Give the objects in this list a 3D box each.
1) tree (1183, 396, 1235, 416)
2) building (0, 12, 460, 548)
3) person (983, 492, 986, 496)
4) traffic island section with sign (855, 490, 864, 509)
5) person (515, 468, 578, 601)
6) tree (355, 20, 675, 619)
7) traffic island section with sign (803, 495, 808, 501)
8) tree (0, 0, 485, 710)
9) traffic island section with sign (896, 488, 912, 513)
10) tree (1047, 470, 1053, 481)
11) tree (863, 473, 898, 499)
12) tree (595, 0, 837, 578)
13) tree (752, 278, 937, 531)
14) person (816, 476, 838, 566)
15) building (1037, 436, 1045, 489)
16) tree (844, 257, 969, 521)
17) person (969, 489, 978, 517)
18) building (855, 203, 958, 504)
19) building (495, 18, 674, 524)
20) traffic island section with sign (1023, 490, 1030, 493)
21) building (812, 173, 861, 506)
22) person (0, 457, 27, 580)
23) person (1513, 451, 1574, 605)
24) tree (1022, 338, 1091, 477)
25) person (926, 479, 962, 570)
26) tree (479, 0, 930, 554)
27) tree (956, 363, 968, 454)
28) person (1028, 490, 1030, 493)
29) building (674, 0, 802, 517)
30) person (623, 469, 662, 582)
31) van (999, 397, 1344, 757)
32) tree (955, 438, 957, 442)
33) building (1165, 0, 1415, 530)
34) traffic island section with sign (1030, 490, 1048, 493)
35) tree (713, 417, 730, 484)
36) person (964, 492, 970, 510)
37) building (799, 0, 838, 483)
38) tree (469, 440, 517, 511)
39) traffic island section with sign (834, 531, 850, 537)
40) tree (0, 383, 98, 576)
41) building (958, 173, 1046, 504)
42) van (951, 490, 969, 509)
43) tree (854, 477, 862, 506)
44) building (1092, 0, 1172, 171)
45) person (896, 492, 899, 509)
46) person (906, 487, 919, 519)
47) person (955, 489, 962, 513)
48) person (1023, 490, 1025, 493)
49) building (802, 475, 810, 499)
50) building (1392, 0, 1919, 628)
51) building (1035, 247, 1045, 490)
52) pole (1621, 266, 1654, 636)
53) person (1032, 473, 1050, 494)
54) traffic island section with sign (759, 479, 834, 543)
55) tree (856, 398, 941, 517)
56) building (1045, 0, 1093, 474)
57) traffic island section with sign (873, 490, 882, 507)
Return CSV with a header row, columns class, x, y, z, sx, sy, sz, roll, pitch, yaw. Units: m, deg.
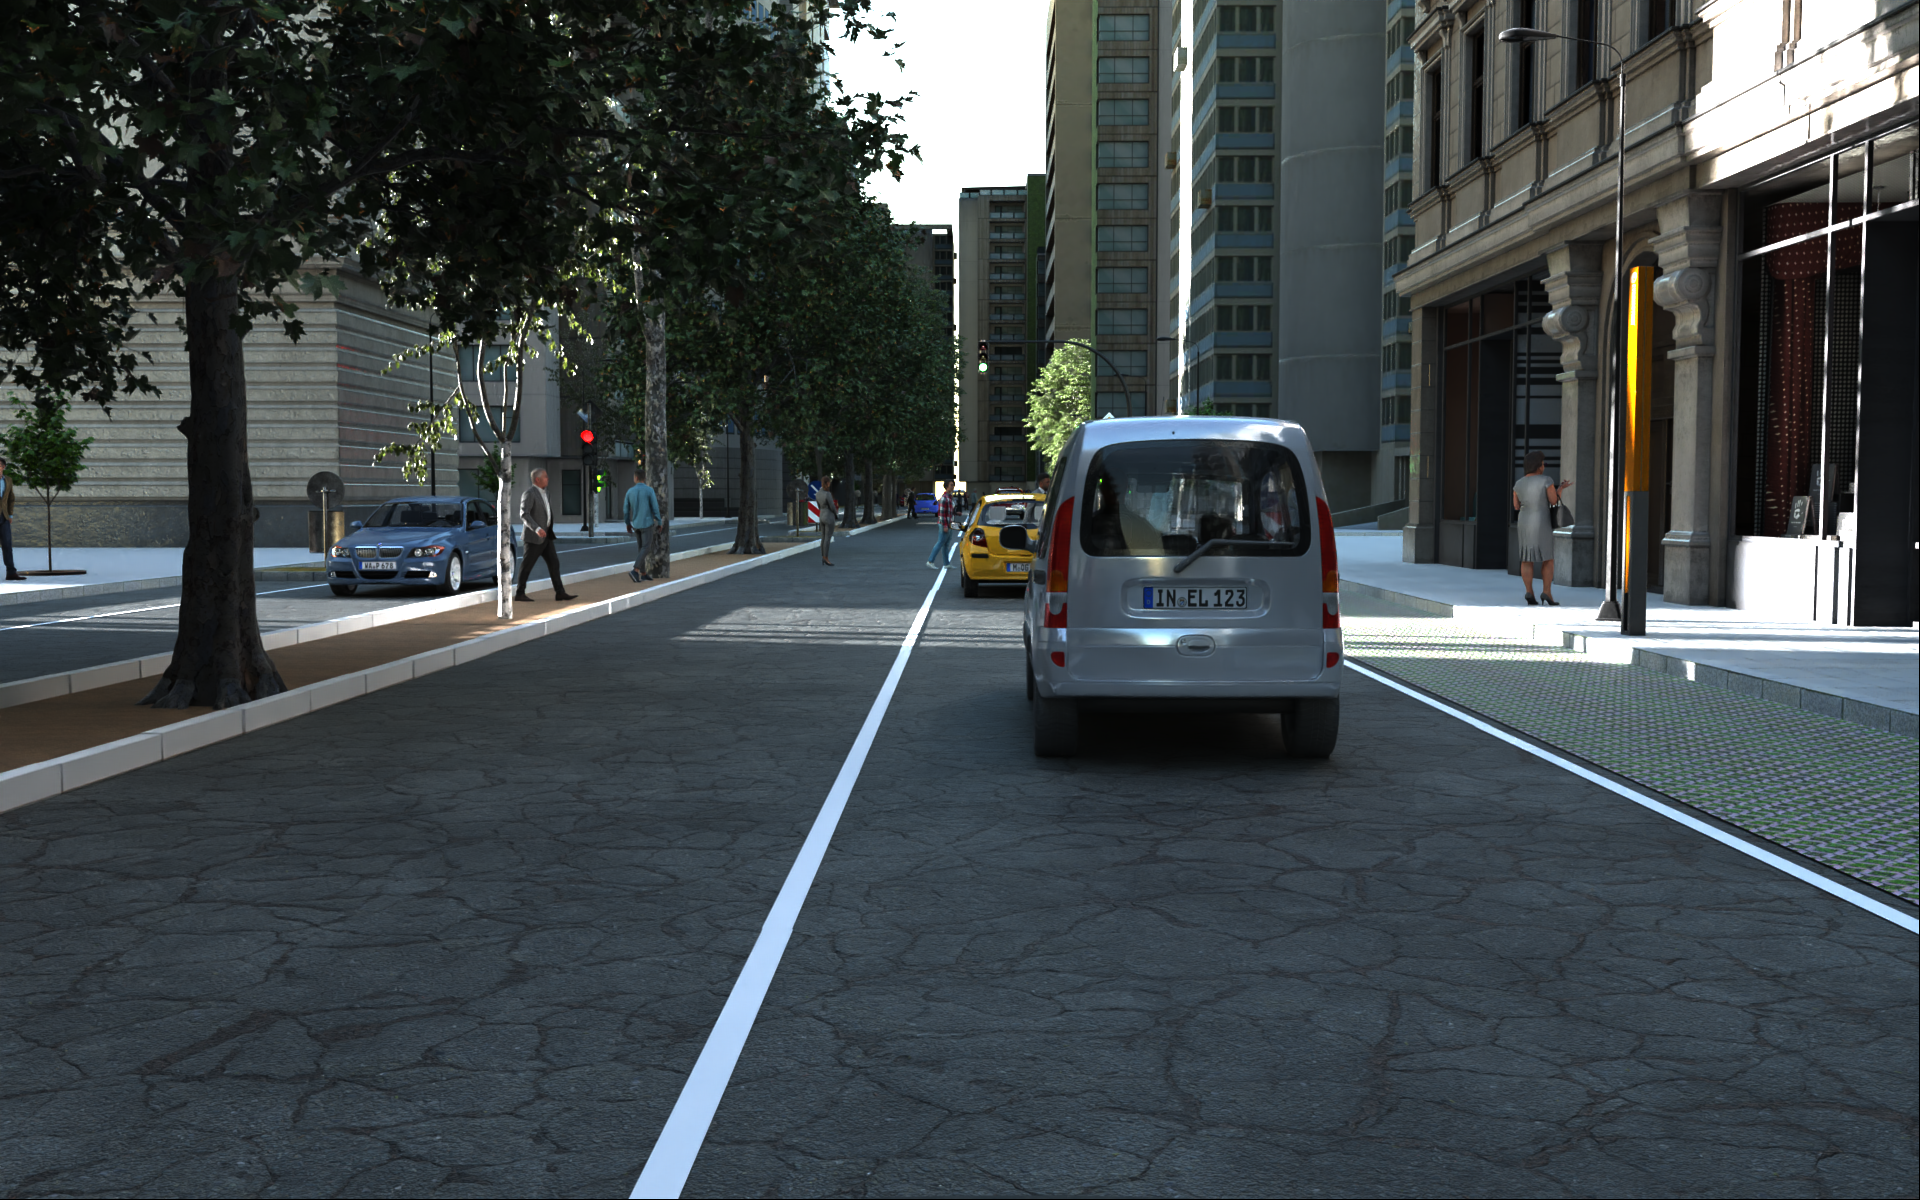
class,x,y,z,sx,sy,sz,roll,pitch,yaw
tree,8.318,-4.537,57.893,4.285,4.588,4.351,0,3,0
building,-23.933,-13.253,45.560,19.941,23.489,11.050,0,4,1
person,2.400,-10.050,174.291,0.415,1.643,0.593,0,4,-1
traffic island section with sign,-9.489,-9.340,161.336,1.989,1.847,2.006,0,4,1
person,-5.517,-0.862,22.985,0.834,1.777,0.661,0,4,8
tree,-5.211,-4.095,19.773,4.360,8.622,3.978,0,3,0
traffic island section with sign,-10.037,-6.275,111.221,1.989,1.847,2.006,0,4,1
tree,-5.087,-5.640,11.682,9.611,12.733,9.660,0,3,0
traffic island section with sign,-4.031,-7.717,134.311,2.006,1.907,1.989,0,4,1
tree,8.682,-9.611,140.849,4.285,4.588,4.351,0,3,0
tree,-4.576,-10.325,121.638,4.360,8.622,3.978,0,3,0
tree,-6.347,-10.479,29.684,12.611,20.169,13.585,0,3,0
tree,-4.964,-7.713,62.976,8.767,10.594,7.601,0,4,1
person,-2.619,-1.590,34.773,0.520,1.790,0.573,2,4,35
building,19.706,-52.950,178.408,22.319,86.520,31.000,0,4,1
tree,-3.972,-11.236,92.816,9.857,13.997,8.962,0,3,0
person,0.918,-6.167,109.815,0.515,1.767,0.782,-2,4,-33
building,-12.418,-33.156,233.973,23.993,40.220,32.217,0,4,1
building,-21.267,-24.112,77.828,14.154,41.232,14.086,0,4,1
traffic island section with sign,6.513,-10.982,188.176,1.989,1.847,2.006,0,4,1
building,-18.795,-31.769,203.014,14.086,41.232,14.154,0,4,1
person,-14.329,-1.205,25.660,0.836,1.842,0.656,0,4,-6
person,6.775,-0.832,20.006,0.532,1.782,0.716,-3,5,-43
tree,8.170,-12.753,126.639,7.486,12.596,7.792,0,3,0
person,-0.300,-1.447,32.989,0.643,1.720,0.563,1,4,10
tree,-5.059,-7.439,41.088,9.611,12.733,9.660,0,3,0
tree,-4.629,-9.365,72.588,9.611,12.733,9.660,0,3,0
person,6.073,-8.862,153.379,1.348,1.826,0.705,0,4,-6
building,-21.787,-34.520,106.402,21.231,58.520,28.212,0,4,1
person,-5.226,-1.211,28.170,0.638,1.841,0.748,2,4,31
van,1.249,-0.232,10.804,2.013,2.044,4.112,0,4,1
tree,-4.293,-10.874,114.659,8.767,10.594,7.601,0,4,1
building,22.004,-23.519,76.412,23.993,40.220,32.217,0,4,1
traffic island section with sign,5.685,-6.280,111.300,1.989,1.847,2.006,0,4,1
tree,-13.615,-8.518,89.635,4.360,8.622,3.978,0,3,0
person,0.607,-8.751,153.044,0.593,1.643,0.415,1,4,12
building,-26.444,-35.081,162.809,28.713,52.752,27.495,0,4,1
tree,-16.664,-4.112,61.826,1.663,3.219,1.824,0,3,0
traffic island section with sign,-4.834,-3.122,59.176,2.006,1.907,1.989,0,4,1
tree,-14.584,-2.024,27.694,1.663,3.219,1.824,0,3,0
building,6.756,-33.016,223.412,14.086,41.232,14.154,0,4,1
van,-0.127,-9.553,163.209,2.013,2.044,4.112,0,4,1
tree,-11.995,-12.233,194.610,1.663,3.219,1.824,0,3,0
building,15.422,-26.197,111.908,14.154,41.232,14.086,0,4,1
person,-6.249,-9.761,169.007,0.541,1.710,0.530,2,4,34
person,-2.700,-5.575,99.424,0.755,1.850,0.659,0,4,-4
person,-0.068,-6.729,118.944,0.576,1.772,0.534,3,5,43
person,6.401,-9.998,171.927,1.348,1.831,0.705,0,4,-5
building,-20.154,-22.688,142.658,14.160,30.474,14.107,0,4,1
building,12.801,-11.002,30.799,10.553,20.767,40.483,0,4,1
building,15.828,-26.392,203.213,14.160,30.474,14.107,0,4,1
pole,6.126,-1.334,15.662,0.158,3.312,0.155,0,3,0
person,1.372,-1.266,29.480,0.850,1.792,0.678,2,4,34
traffic island section with sign,-4.923,-2.669,51.770,2.006,1.907,1.989,0,4,1
tree,-4.202,-11.373,106.528,7.486,12.596,7.792,0,3,0
building,18.570,-32.345,152.548,21.300,48.544,21.600,0,4,1
traffic island section with sign,-9.205,-11.003,188.527,1.989,1.847,2.006,0,4,1
